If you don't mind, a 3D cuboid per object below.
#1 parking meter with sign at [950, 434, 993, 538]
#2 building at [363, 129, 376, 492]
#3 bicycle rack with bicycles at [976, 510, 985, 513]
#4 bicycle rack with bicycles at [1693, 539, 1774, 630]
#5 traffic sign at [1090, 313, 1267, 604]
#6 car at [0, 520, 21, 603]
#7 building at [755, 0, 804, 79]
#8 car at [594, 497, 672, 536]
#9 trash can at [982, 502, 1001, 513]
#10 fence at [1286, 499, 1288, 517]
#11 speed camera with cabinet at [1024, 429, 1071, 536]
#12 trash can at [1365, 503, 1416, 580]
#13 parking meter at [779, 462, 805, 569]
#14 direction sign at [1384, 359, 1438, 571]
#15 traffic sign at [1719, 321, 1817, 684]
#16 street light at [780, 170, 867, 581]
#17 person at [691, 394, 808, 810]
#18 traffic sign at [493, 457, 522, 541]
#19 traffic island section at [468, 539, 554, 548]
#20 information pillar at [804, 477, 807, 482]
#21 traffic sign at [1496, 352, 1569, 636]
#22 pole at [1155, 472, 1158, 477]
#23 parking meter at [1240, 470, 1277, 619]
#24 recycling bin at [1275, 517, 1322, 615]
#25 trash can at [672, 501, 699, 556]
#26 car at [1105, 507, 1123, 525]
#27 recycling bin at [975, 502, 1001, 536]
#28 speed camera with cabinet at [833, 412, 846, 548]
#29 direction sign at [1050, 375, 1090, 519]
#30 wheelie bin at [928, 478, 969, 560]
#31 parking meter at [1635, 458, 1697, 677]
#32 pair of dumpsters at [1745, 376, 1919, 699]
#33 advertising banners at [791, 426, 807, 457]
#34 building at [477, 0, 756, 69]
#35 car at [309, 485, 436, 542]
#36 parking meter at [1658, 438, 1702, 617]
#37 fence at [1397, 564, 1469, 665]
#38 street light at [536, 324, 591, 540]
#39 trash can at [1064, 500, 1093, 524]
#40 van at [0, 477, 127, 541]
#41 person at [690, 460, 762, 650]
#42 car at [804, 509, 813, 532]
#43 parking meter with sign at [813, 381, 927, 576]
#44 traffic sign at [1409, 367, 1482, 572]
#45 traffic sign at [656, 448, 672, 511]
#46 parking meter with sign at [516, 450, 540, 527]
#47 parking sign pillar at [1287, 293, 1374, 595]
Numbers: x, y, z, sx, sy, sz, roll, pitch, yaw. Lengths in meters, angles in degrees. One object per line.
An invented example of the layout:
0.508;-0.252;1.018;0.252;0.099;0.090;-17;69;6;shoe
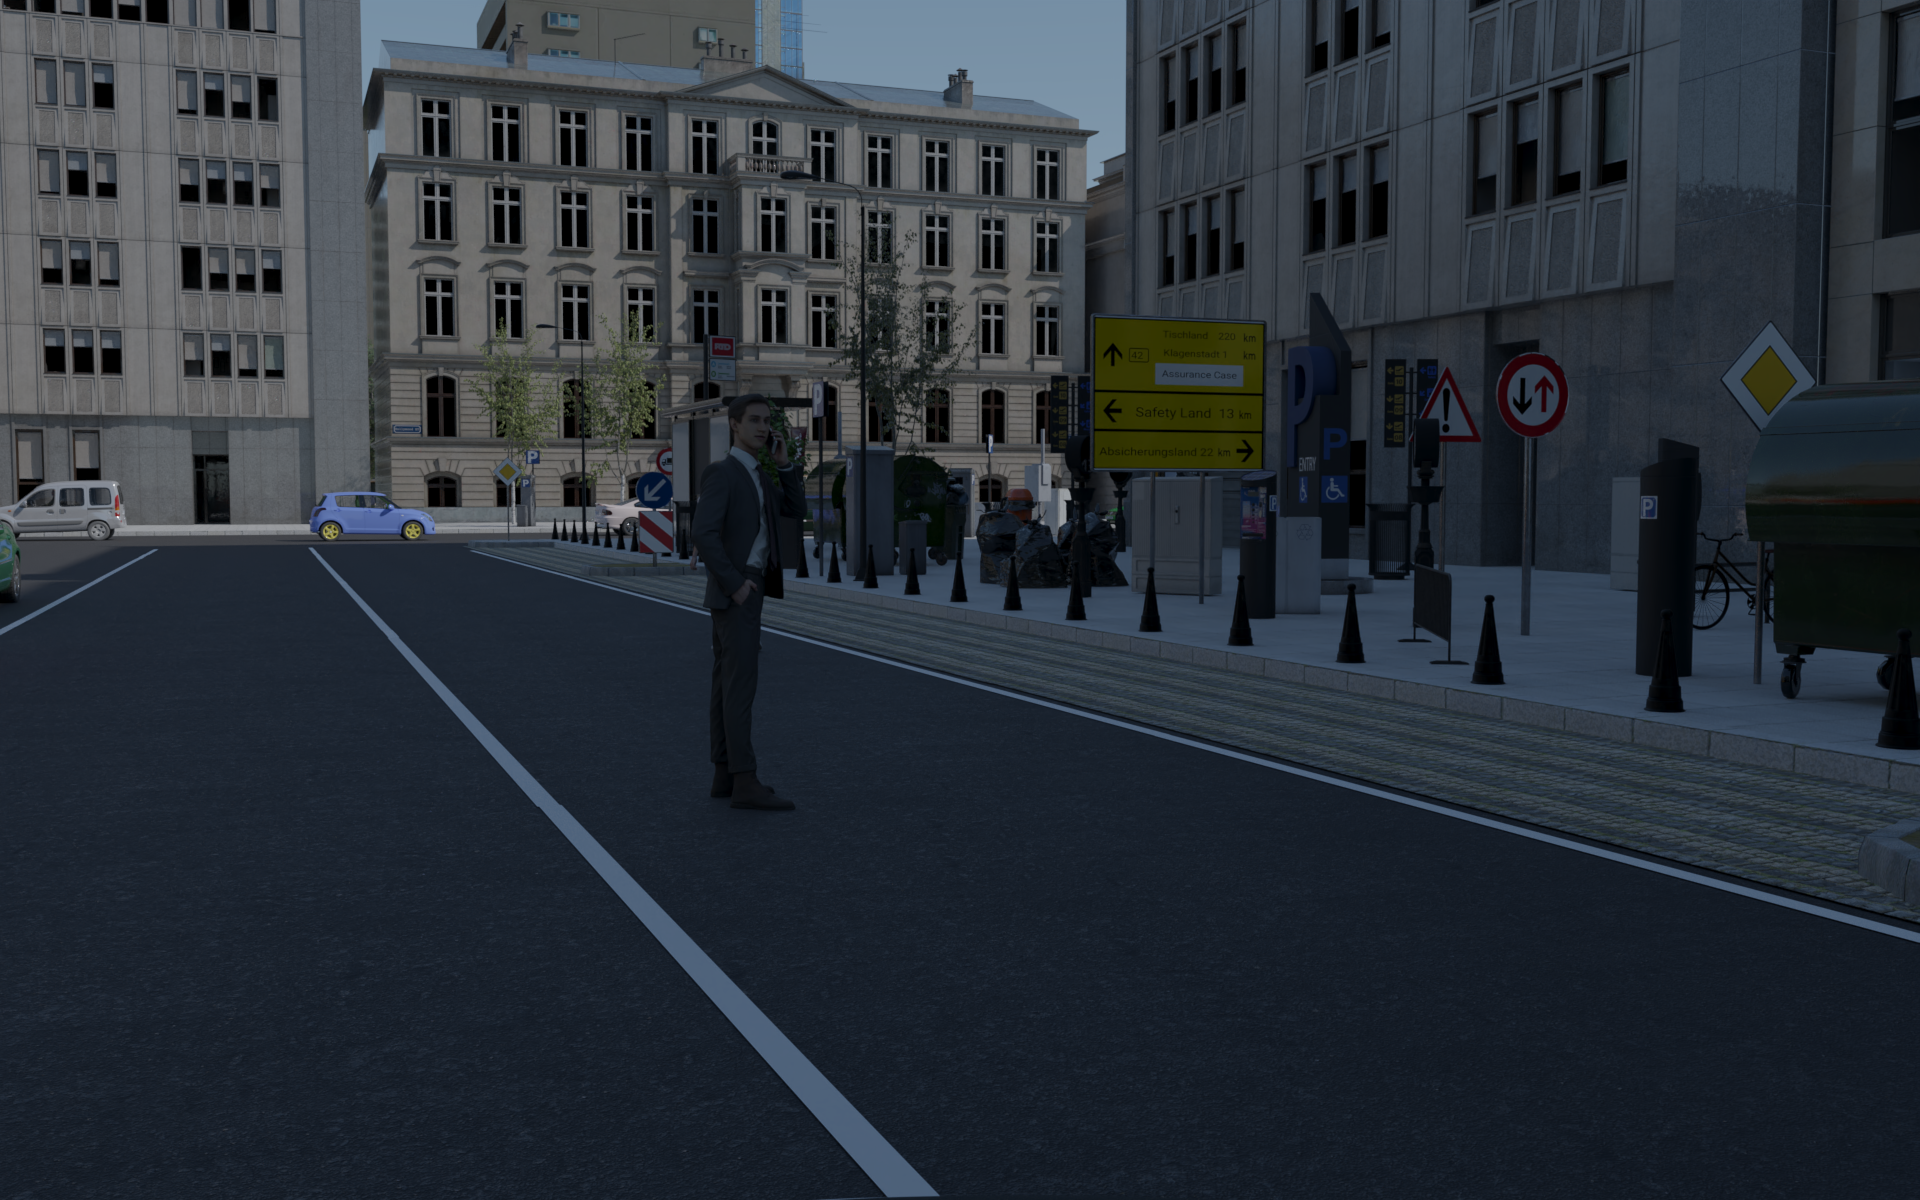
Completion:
0.060;-3.353;51.075;1.738;3.016;0.543;1;4;14;parking meter with sign
-75.752;-39.764;239.372;27.495;52.752;28.713;-1;4;-22;building
1.711;-6.748;123.708;2.852;0.926;2.925;1;4;10;bicycle rack with bicycles
7.858;-0.155;15.919;2.925;0.926;2.852;-2;4;-27;bicycle rack with bicycles
2.520;-1.597;19.989;2.265;3.308;0.079;-1;4;-21;traffic sign
-12.843;-0.581;21.301;2.131;1.459;4.920;-1;4;-20;car
-34.572;-57.491;252.651;31.000;86.520;22.319;-1;4;-22;building
-10.398;-2.964;60.816;4.827;1.381;2.083;-2;4;-23;car
0.729;-1.083;29.363;0.748;1.137;0.748;0;3;0;trash can
6.499;-1.291;32.315;0.480;1.192;2.264;2;4;33;fence
2.783;-3.611;53.377;0.660;3.252;2.038;3;4;37;speed camera with cabinet
6.462;-0.880;26.042;0.748;1.137;0.748;0;3;0;trash can
-2.876;-1.466;29.673;0.399;1.863;0.255;2;4;23;parking meter
7.563;-2.270;29.110;0.876;3.537;0.379;0;4;2;direction sign
5.384;-0.639;11.627;0.795;2.450;0.064;-1;4;-18;traffic sign
-1.926;-3.222;25.217;1.470;5.913;1.316;-1;4;-22;street light
-0.965;-0.015;8.114;0.474;1.900;0.648;0;4;4;person
-12.333;-2.667;47.254;0.795;2.450;0.064;-1;4;-22;traffic sign
-12.314;-1.533;47.340;2.009;0.180;2.903;-1;4;-22;traffic island section
-6.339;-3.968;69.362;0.304;2.012;0.304;2;4;32;information pillar
5.133;-0.951;15.651;0.768;2.556;0.104;-1;4;-18;traffic sign
4.522;-2.789;39.448;0.158;3.312;0.155;0;3;0;pole
3.079;-0.580;17.892;0.372;1.533;0.369;0;3;0;parking meter
3.536;-0.382;18.806;0.722;1.027;0.722;1;4;9;recycling bin
-5.590;-1.486;35.952;0.748;1.137;0.748;0;3;0;trash can
8.235;-3.821;71.277;4.718;1.807;1.959;-2;4;-23;car
0.837;-2.482;53.139;0.722;1.027;0.722;2;4;32;recycling bin
-2.588;-2.854;40.997;0.660;3.252;2.038;-1;4;-9;speed camera with cabinet
2.162;-2.520;33.196;0.876;3.537;0.379;-1;4;-11;direction sign
-0.225;-1.601;34.082;0.693;1.594;0.980;2;4;23;wheelie bin
4.999;-0.235;12.261;0.372;1.533;0.369;0;3;0;parking meter
6.460;-0.407;9.149;1.574;2.255;4.437;-1;4;-22;pair of dumpsters
-4.835;-3.002;45.267;2.074;3.025;0.090;2;4;30;advertising banners
-31.234;-32.610;156.879;21.300;48.544;21.600;-1;4;-22;building
-18.111;-2.681;53.423;3.694;1.707;1.945;-1;4;-23;car
7.513;-0.759;18.117;0.399;1.863;0.255;0;4;8;parking meter
3.816;0.083;14.022;0.278;0.683;2.069;0;4;7;fence
-10.908;-4.591;47.604;1.470;5.913;1.316;-1;4;-22;street light
2.953;-1.938;43.338;0.748;1.137;0.748;0;3;0;trash can
-28.023;-2.841;53.456;4.112;2.044;2.013;-1;4;-20;van
-2.031;-0.407;15.827;0.598;1.740;0.731;3;5;44;person
-5.038;-3.079;60.121;4.222;1.686;2.009;-1;4;-22;car
-1.398;-1.895;27.250;1.738;3.016;0.543;-1;4;-22;parking meter with sign
4.960;-1.088;17.796;0.884;2.594;0.081;-1;4;-21;traffic sign
-7.958;-2.899;47.502;0.768;2.556;0.104;-1;4;-19;traffic sign
-17.022;-4.398;68.162;0.543;3.016;1.738;0;4;2;parking meter with sign
4.686;-2.089;22.620;1.447;3.967;1.447;0;4;-7;parking sign pillar
